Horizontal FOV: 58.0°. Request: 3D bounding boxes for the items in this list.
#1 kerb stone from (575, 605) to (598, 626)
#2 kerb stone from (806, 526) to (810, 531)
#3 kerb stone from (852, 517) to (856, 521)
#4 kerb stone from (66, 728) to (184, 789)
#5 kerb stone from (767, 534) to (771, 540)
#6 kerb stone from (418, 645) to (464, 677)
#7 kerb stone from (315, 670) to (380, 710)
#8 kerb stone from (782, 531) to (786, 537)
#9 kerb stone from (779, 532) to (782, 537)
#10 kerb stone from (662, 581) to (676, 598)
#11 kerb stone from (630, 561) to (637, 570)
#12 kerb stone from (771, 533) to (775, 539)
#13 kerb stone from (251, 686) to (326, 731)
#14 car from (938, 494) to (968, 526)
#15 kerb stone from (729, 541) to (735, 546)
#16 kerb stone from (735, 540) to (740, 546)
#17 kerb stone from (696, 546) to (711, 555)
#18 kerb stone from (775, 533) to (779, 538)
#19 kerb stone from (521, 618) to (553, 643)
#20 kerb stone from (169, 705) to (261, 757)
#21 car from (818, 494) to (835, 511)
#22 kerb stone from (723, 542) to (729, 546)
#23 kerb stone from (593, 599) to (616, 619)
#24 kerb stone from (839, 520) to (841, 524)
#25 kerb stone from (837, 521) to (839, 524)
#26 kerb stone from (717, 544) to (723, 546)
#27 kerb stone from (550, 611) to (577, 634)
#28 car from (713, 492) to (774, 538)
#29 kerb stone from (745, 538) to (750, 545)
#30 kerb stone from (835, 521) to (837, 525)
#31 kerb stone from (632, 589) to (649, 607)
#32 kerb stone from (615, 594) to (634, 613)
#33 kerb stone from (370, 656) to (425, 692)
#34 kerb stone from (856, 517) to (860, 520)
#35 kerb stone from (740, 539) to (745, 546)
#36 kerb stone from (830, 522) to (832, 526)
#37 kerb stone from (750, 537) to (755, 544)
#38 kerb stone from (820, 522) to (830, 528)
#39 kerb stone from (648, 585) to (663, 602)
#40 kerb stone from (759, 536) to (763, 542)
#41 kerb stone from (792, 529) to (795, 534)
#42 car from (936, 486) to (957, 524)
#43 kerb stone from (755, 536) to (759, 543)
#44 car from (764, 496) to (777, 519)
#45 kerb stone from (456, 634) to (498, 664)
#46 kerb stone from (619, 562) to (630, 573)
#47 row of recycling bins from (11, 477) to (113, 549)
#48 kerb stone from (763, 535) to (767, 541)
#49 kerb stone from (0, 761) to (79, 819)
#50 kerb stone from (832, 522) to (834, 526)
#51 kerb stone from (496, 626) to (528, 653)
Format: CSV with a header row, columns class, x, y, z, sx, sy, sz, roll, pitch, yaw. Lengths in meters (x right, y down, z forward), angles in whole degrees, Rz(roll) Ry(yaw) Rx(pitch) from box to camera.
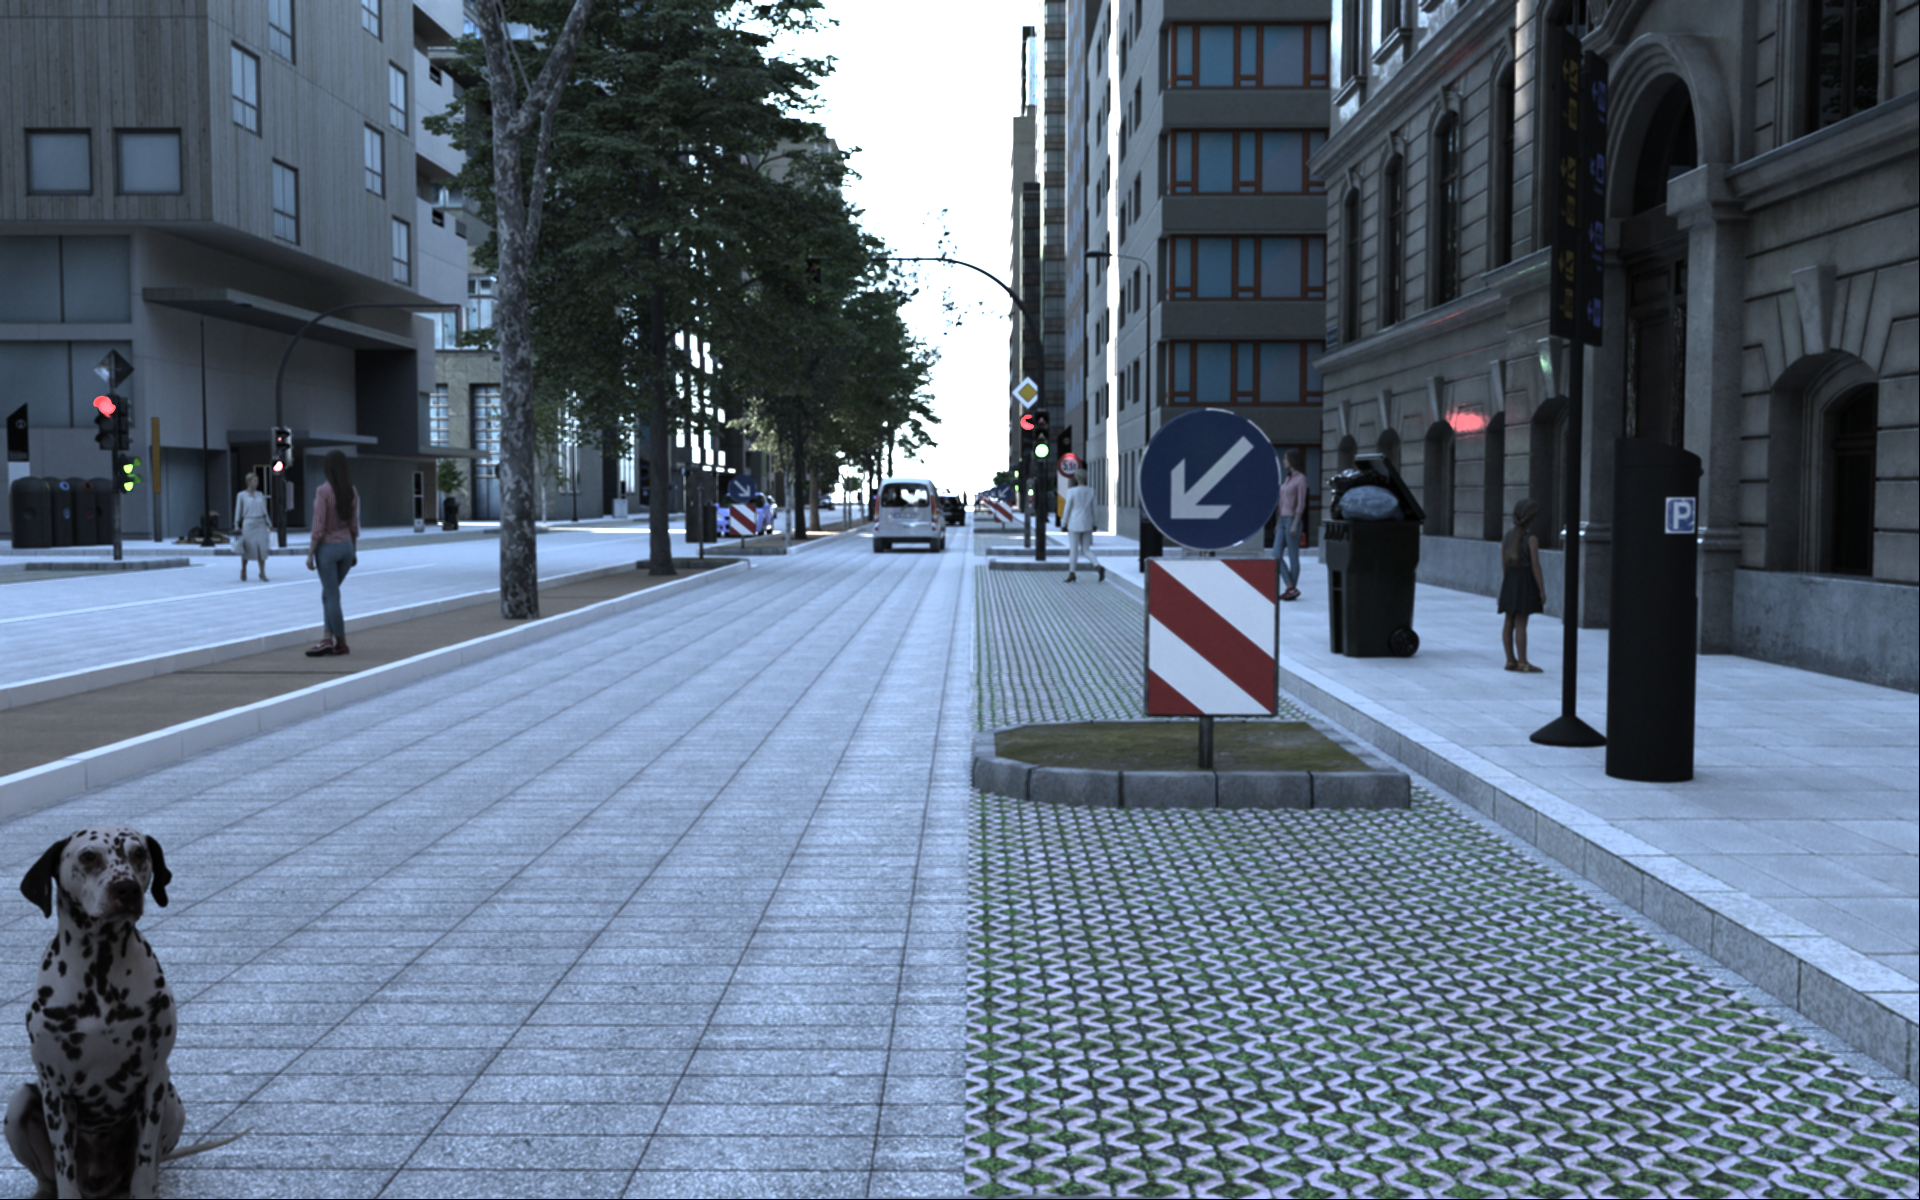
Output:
class,x,y,z,sx,sy,sz,roll,pitch,yaw
kerb stone,-4.205,0.193,19.164,0.120,0.150,1.000,0,4,0
kerb stone,-5.905,-2.854,68.888,0.120,0.150,1.000,0,4,0
kerb stone,-5.722,-4.234,91.425,0.120,0.150,1.000,0,4,0
kerb stone,-4.287,0.814,8.895,0.120,0.150,1.000,0,4,0
kerb stone,-6.026,-1.916,53.524,0.120,0.150,1.000,0,4,0
kerb stone,-4.247,0.500,14.022,0.120,0.150,1.000,0,4,0
kerb stone,-4.258,0.625,11.970,0.120,0.150,1.000,0,4,0
kerb stone,-5.992,-2.167,57.624,0.120,0.150,1.000,0,4,0
kerb stone,-6.001,-2.101,56.603,0.120,0.150,1.000,0,4,0
kerb stone,-4.162,-0.128,24.291,0.120,0.150,1.000,0,4,0
kerb stone,-6.197,-0.630,32.512,0.120,0.150,1.000,0,4,0
kerb stone,-6.016,-1.979,54.547,0.120,0.150,1.000,0,4,0
kerb stone,-4.269,0.690,10.948,0.120,0.150,1.000,0,4,0
car,-0.628,-4.231,78.964,2.009,1.686,4.222,0,4,0
kerb stone,-6.095,-1.413,45.320,0.120,0.150,1.000,0,4,0
kerb stone,-6.084,-1.476,46.342,0.120,0.150,1.000,0,4,0
kerb stone,-6.130,-1.160,41.206,0.120,0.150,1.000,0,4,0
kerb stone,-6.010,-2.041,55.578,0.120,0.150,1.000,0,4,0
kerb stone,-4.222,0.312,17.098,0.120,0.150,1.000,0,4,0
kerb stone,-4.284,0.751,9.920,0.120,0.150,1.000,0,4,0
car,-11.984,-8.693,151.917,2.009,1.686,4.222,0,4,2
kerb stone,-6.105,-1.350,44.297,0.120,0.150,1.000,0,4,0
kerb stone,-4.202,0.124,20.190,0.120,0.150,1.000,0,4,0
kerb stone,-5.808,-3.602,81.190,0.120,0.150,1.000,0,4,0
kerb stone,-5.813,-3.546,80.167,0.120,0.150,1.000,0,4,0
kerb stone,-6.107,-1.289,43.270,0.120,0.150,1.000,0,4,0
kerb stone,-4.212,0.251,18.139,0.120,0.150,1.000,0,4,0
car,-7.273,-2.973,58.197,1.945,1.707,3.694,0,4,0
kerb stone,-6.075,-1.603,48.402,0.120,0.150,1.000,0,4,0
kerb stone,-5.822,-3.483,79.140,0.120,0.150,1.000,0,4,0
kerb stone,-4.174,-0.002,22.235,0.120,0.150,1.000,0,4,0
kerb stone,-4.184,0.064,21.212,0.120,0.150,1.000,0,4,0
kerb stone,-4.254,0.564,12.993,0.120,0.150,1.000,0,4,0
kerb stone,-5.698,-4.424,94.520,0.120,0.150,1.000,0,4,0
kerb stone,-6.078,-1.540,47.372,0.120,0.150,1.000,0,4,0
kerb stone,-5.841,-3.293,76.065,0.120,0.150,1.000,0,4,0
kerb stone,-6.055,-1.663,49.424,0.120,0.150,1.000,0,4,0
kerb stone,-5.854,-3.232,75.040,0.120,0.150,1.000,0,4,0
kerb stone,-4.168,-0.065,23.258,0.120,0.150,1.000,0,4,0
kerb stone,-6.052,-1.791,51.474,0.120,0.150,1.000,0,4,0
kerb stone,-5.971,-2.355,60.700,0.120,0.150,1.000,0,4,0
car,-1.235,-4.612,84.081,2.281,1.827,5.304,0,4,-1
kerb stone,-6.055,-1.728,50.452,0.120,0.150,1.000,0,4,0
car,-11.588,-5.359,100.203,1.945,1.354,3.894,0,4,0
kerb stone,-4.232,0.437,15.054,0.120,0.150,1.000,0,4,0
kerb stone,-6.202,-0.566,31.487,0.120,0.150,1.000,0,4,0
row of recycling bins,-21.870,-2.152,42.293,1.069,1.692,3.534,0,4,7
kerb stone,-6.032,-1.853,52.496,0.120,0.150,1.000,0,4,0
kerb stone,-4.291,0.879,7.873,0.120,0.150,1.000,0,4,0
kerb stone,-5.830,-3.357,77.090,0.120,0.150,1.000,0,4,0
kerb stone,-4.228,0.380,16.076,0.120,0.150,1.000,0,4,0
